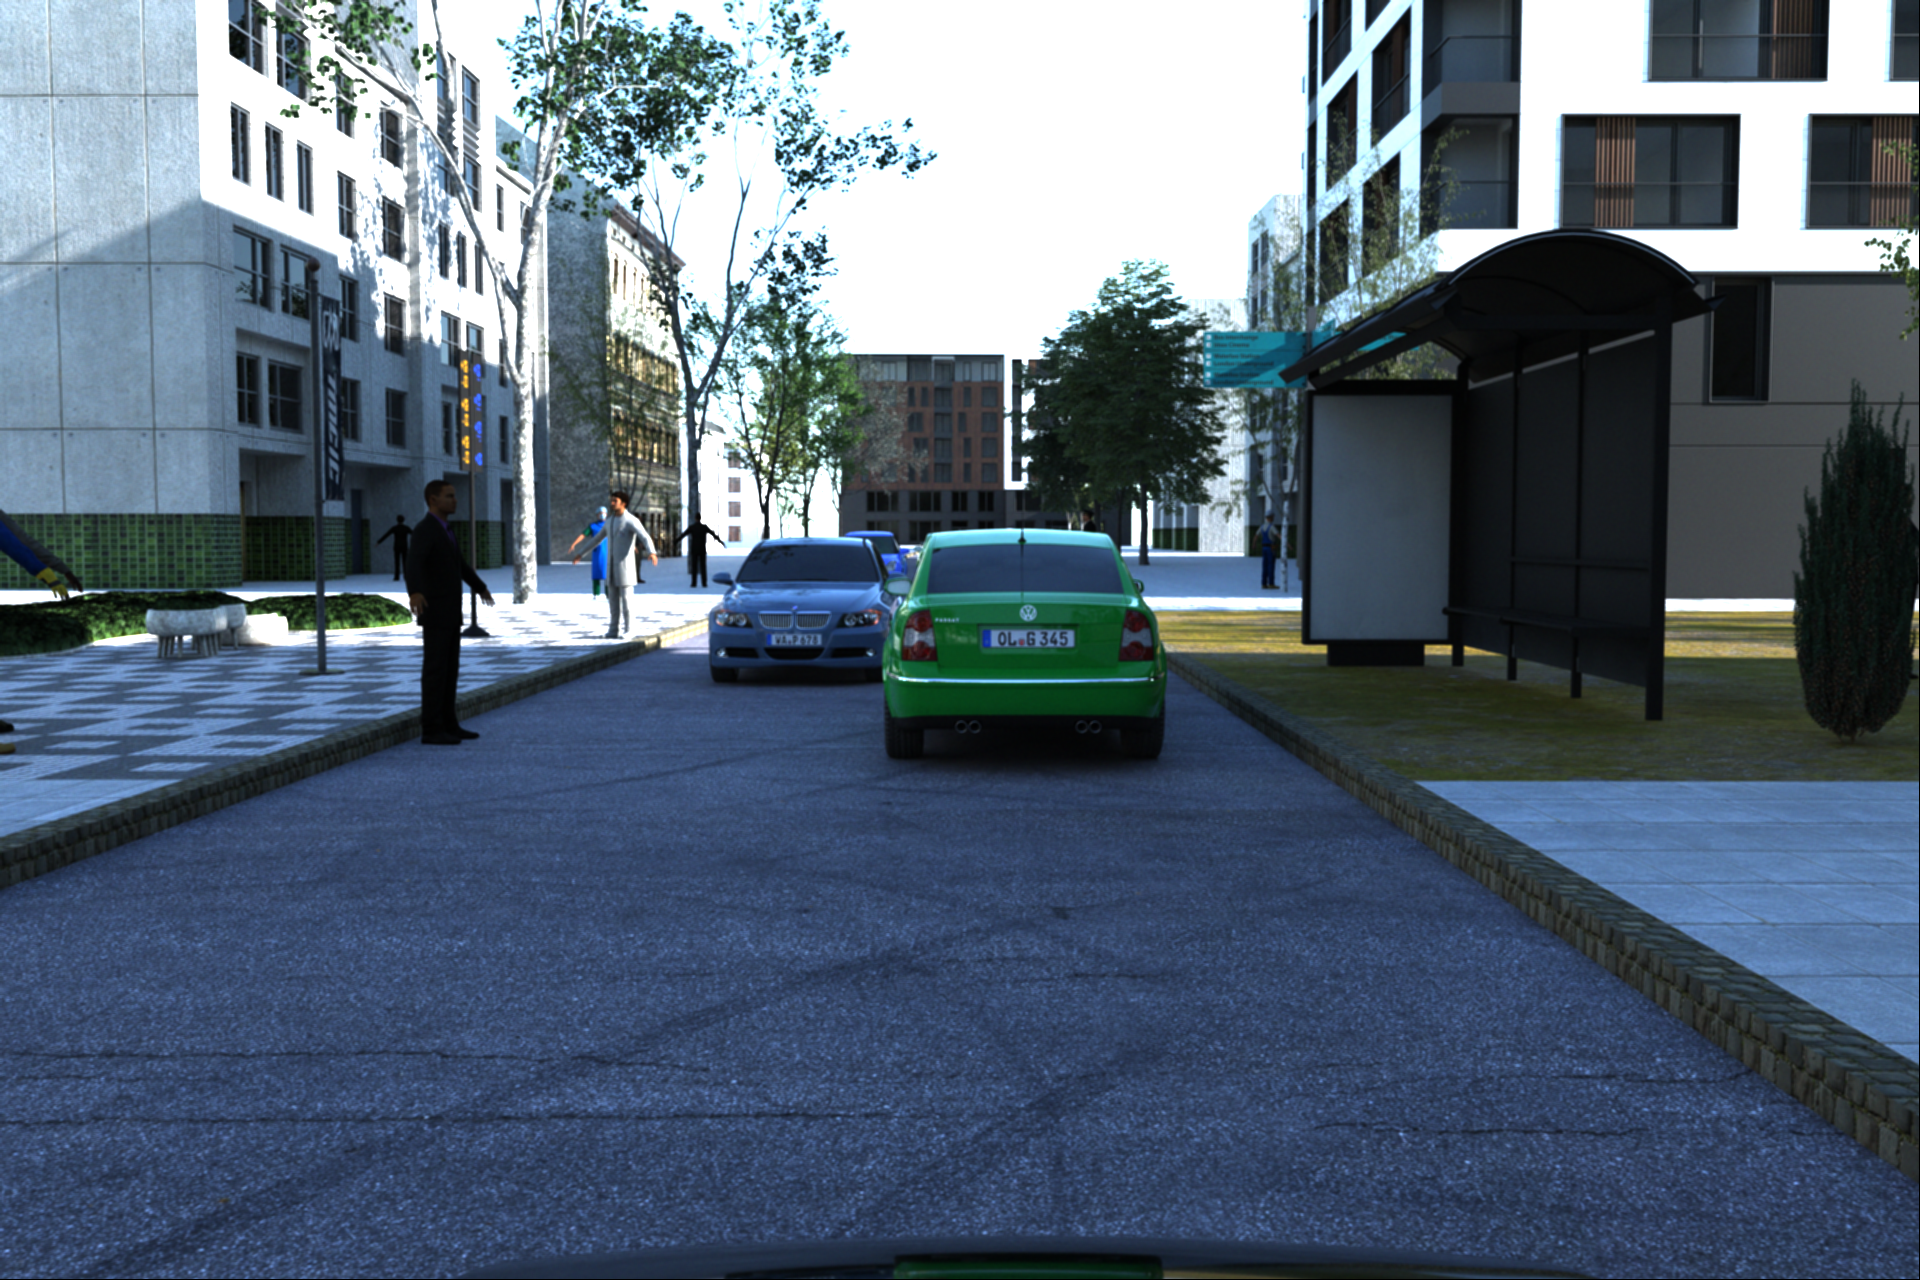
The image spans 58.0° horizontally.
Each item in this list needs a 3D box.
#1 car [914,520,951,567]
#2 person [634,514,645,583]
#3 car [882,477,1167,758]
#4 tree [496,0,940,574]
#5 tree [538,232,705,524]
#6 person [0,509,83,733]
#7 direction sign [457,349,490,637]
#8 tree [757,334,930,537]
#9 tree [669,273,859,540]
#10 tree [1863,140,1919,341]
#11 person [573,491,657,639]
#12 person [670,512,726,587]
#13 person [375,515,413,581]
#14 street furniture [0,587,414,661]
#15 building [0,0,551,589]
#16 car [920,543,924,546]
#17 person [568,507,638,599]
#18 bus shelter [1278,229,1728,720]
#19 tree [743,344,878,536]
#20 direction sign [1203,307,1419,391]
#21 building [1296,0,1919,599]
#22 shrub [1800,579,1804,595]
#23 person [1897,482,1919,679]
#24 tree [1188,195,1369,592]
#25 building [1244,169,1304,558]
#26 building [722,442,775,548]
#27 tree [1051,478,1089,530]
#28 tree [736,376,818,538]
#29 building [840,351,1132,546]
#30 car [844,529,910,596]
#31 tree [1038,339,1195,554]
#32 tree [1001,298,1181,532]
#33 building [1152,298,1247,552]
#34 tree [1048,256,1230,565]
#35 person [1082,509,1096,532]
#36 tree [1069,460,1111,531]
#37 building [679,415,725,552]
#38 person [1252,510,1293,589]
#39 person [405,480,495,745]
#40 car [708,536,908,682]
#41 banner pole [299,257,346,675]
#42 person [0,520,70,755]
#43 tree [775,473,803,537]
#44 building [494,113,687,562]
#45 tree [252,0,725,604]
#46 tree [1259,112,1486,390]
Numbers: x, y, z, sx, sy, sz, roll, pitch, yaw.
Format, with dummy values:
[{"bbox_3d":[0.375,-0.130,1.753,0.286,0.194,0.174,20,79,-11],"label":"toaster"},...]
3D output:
[{"bbox_3d":[-0.275,-2.339,47.043,1.959,1.807,4.718,0,4,-1],"label":"car"},{"bbox_3d":[-8.435,-2.400,45.510,0.705,1.796,1.348,-1,4,-10],"label":"person"},{"bbox_3d":[0.407,-0.223,12.435,1.959,1.807,4.718,0,3,0],"label":"car"},{"bbox_3d":[-7.513,-12.105,53.802,12.611,20.169,13.585,0,3,0],"label":"tree"},{"bbox_3d":[-8.209,-5.657,42.848,4.360,8.622,3.978,0,3,0],"label":"tree"},{"bbox_3d":[-6.366,-0.305,11.111,1.348,1.813,0.705,0,4,-5],"label":"person"},{"bbox_3d":[-6.111,-1.815,21.679,0.379,3.537,0.876,0,4,1],"label":"direction sign"},{"bbox_3d":[-7.476,-12.009,106.723,12.009,13.543,11.850,0,3,0],"label":"tree"},{"bbox_3d":[-7.921,-8.812,69.832,9.928,11.665,9.643,0,3,0],"label":"tree"},{"bbox_3d":[16.456,-4.688,27.009,4.737,8.622,4.395,0,3,0],"label":"tree"},{"bbox_3d":[-4.196,-0.924,21.291,1.347,1.806,0.705,2,4,32],"label":"person"},{"bbox_3d":[-6.318,-2.181,41.889,1.346,1.802,0.704,-1,4,-13],"label":"person"},{"bbox_3d":[-15.406,-2.539,47.705,1.347,1.806,0.705,-2,4,-26],"label":"person"},{"bbox_3d":[-10.347,-0.377,21.791,5.734,0.657,10.072,0,4,-3],"label":"street furniture"},{"bbox_3d":[-25.545,-11.566,55.562,16.747,18.905,31.486,0,4,1],"label":"building"},{"bbox_3d":[-0.613,-3.780,73.598,2.131,1.459,4.920,0,4,0],"label":"car"},{"bbox_3d":[-7.027,-1.708,34.049,1.347,1.817,0.704,-1,4,-20],"label":"person"},{"bbox_3d":[4.097,-1.246,14.289,2.014,3.302,5.546,0,4,1],"label":"bus shelter"},{"bbox_3d":[-8.309,-10.286,93.928,9.928,11.665,9.643,0,3,0],"label":"tree"},{"bbox_3d":[4.128,-1.904,19.899,2.525,3.948,1.411,0,3,0],"label":"direction sign"},{"bbox_3d":[23.361,-12.585,49.735,27.936,21.610,32.646,0,4,0],"label":"building"},{"bbox_3d":[11.874,-0.754,23.446,1.383,1.207,1.383,0,3,0],"label":"shrub"},{"bbox_3d":[8.435,-0.534,15.452,0.721,1.740,1.216,0,4,-4],"label":"person"},{"bbox_3d":[7.176,-5.354,37.901,4.360,8.622,3.978,0,3,0],"label":"tree"},{"bbox_3d":[24.685,-13.250,83.102,16.747,18.905,31.486,0,3,0],"label":"building"},{"bbox_3d":[-22.718,-14.043,171.746,9.099,9.664,28.070,0,4,1],"label":"building"},{"bbox_3d":[6.952,-9.985,113.610,4.360,8.622,3.978,0,3,0],"label":"tree"},{"bbox_3d":[-8.106,-7.821,78.241,4.737,8.622,4.395,0,3,0],"label":"tree"},{"bbox_3d":[2.429,-21.963,205.528,32.646,21.610,27.936,0,4,-2],"label":"building"},{"bbox_3d":[-2.152,-1.933,41.200,1.945,1.707,3.694,0,4,1],"label":"car"},{"bbox_3d":[7.327,-8.988,81.371,8.767,10.594,7.601,2,4,26],"label":"tree"},{"bbox_3d":[7.316,-11.428,93.496,9.857,13.997,8.962,0,3,0],"label":"tree"},{"bbox_3d":[25.440,-16.624,138.258,16.747,18.905,31.486,0,4,0],"label":"building"},{"bbox_3d":[7.206,-9.383,71.540,7.486,12.596,7.792,0,3,0],"label":"tree"},{"bbox_3d":[2.821,-1.987,38.419,0.705,1.837,1.347,1,4,19],"label":"person"},{"bbox_3d":[7.784,-9.601,107.334,4.737,8.622,4.395,0,3,0],"label":"tree"},{"bbox_3d":[-22.994,-11.849,135.883,9.099,9.664,28.070,0,4,1],"label":"building"},{"bbox_3d":[7.268,-2.125,40.608,0.705,1.847,1.347,-2,4,-32],"label":"person"},{"bbox_3d":[-3.548,-0.198,11.927,0.704,1.802,1.346,0,4,5],"label":"person"},{"bbox_3d":[-1.542,-0.386,18.308,2.014,1.417,4.499,0,3,0],"label":"car"},{"bbox_3d":[-5.850,-1.590,16.019,0.401,3.779,0.863,0,4,2],"label":"banner pole"},{"bbox_3d":[-5.772,-0.249,10.042,1.349,1.833,0.705,1,4,19],"label":"person"},{"bbox_3d":[-19.735,-15.452,203.005,4.360,8.622,3.978,0,3,0],"label":"tree"},{"bbox_3d":[-25.081,-15.720,87.943,19.493,23.208,18.063,0,4,1],"label":"building"},{"bbox_3d":[-9.179,-10.774,32.045,12.611,20.169,13.585,0,3,0],"label":"tree"},{"bbox_3d":[7.651,-4.889,30.299,4.360,8.622,3.978,0,3,0],"label":"tree"}]
